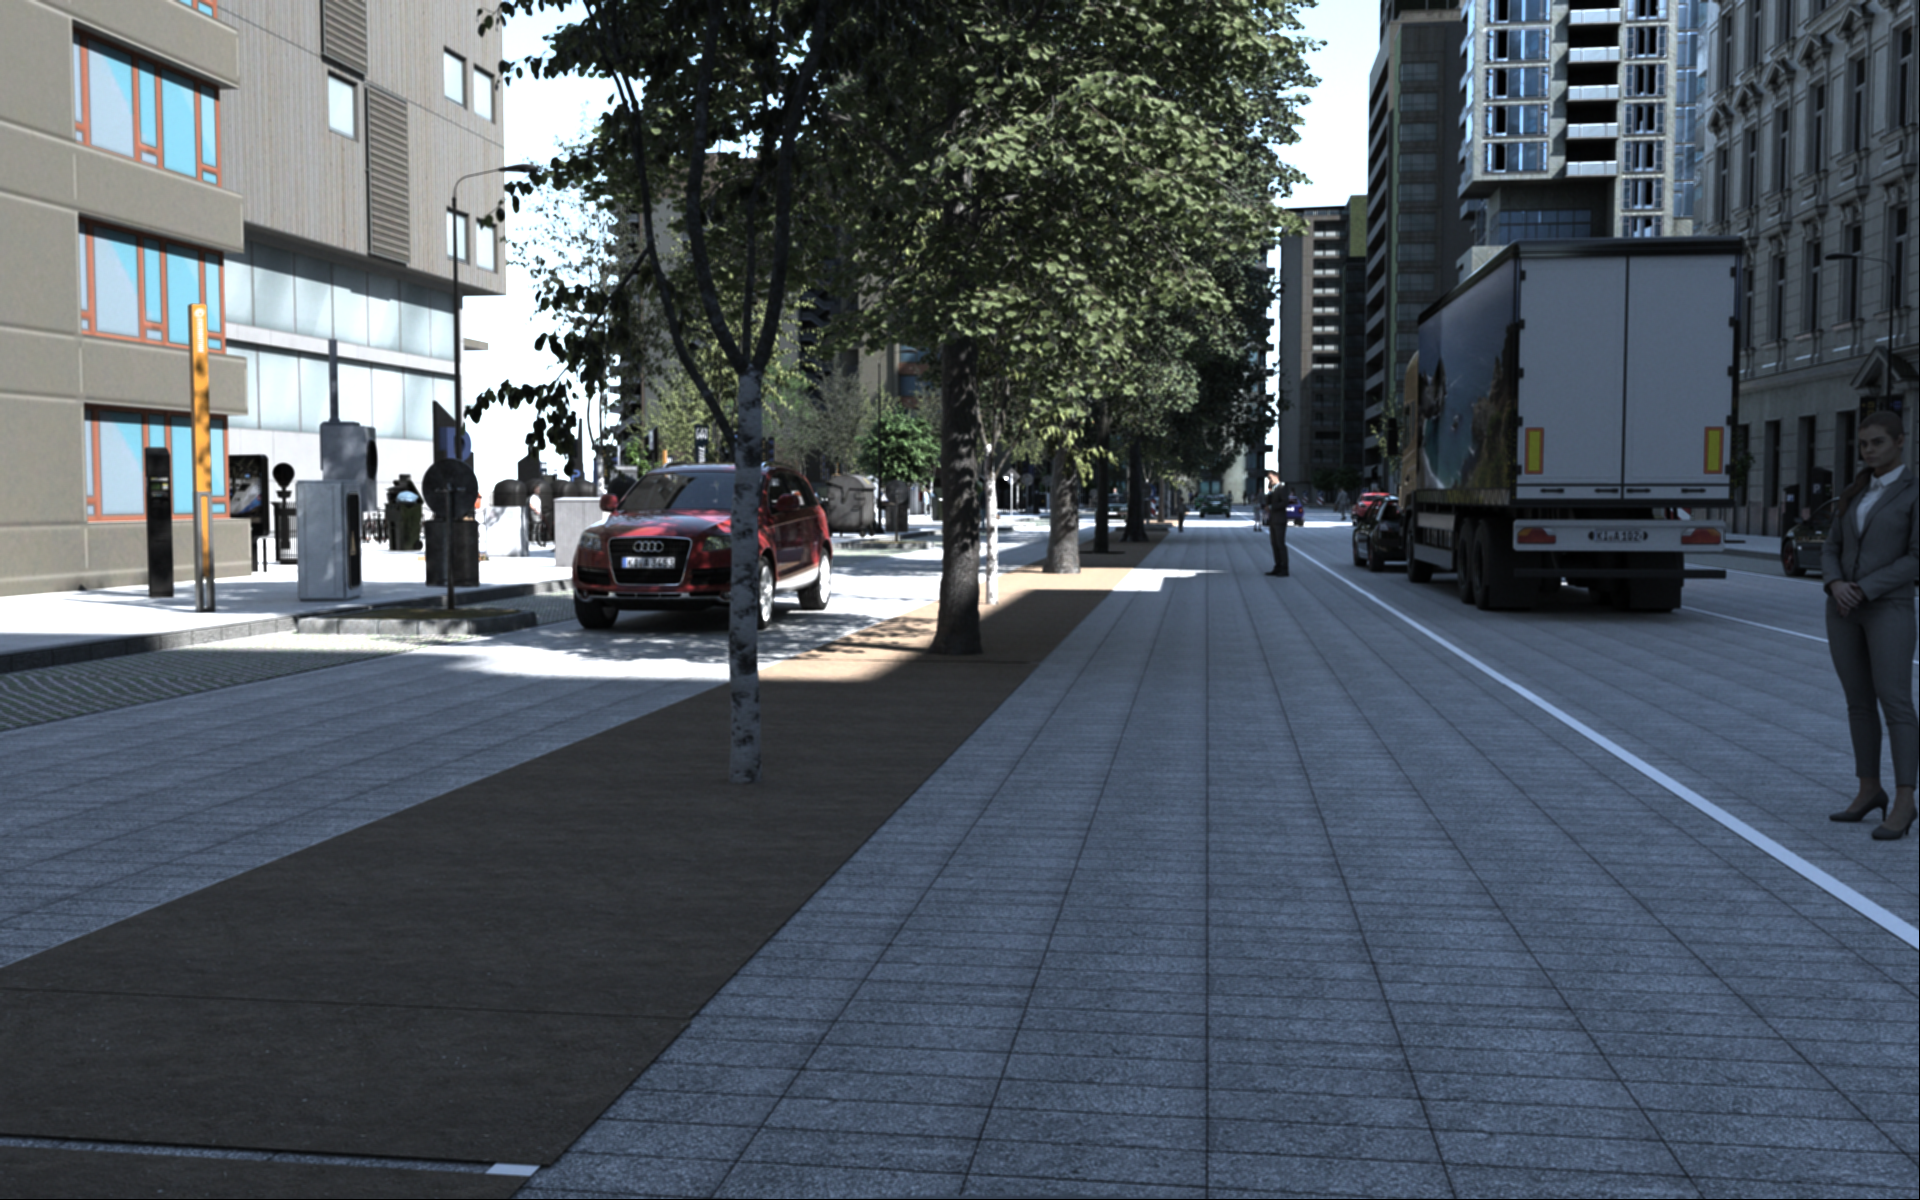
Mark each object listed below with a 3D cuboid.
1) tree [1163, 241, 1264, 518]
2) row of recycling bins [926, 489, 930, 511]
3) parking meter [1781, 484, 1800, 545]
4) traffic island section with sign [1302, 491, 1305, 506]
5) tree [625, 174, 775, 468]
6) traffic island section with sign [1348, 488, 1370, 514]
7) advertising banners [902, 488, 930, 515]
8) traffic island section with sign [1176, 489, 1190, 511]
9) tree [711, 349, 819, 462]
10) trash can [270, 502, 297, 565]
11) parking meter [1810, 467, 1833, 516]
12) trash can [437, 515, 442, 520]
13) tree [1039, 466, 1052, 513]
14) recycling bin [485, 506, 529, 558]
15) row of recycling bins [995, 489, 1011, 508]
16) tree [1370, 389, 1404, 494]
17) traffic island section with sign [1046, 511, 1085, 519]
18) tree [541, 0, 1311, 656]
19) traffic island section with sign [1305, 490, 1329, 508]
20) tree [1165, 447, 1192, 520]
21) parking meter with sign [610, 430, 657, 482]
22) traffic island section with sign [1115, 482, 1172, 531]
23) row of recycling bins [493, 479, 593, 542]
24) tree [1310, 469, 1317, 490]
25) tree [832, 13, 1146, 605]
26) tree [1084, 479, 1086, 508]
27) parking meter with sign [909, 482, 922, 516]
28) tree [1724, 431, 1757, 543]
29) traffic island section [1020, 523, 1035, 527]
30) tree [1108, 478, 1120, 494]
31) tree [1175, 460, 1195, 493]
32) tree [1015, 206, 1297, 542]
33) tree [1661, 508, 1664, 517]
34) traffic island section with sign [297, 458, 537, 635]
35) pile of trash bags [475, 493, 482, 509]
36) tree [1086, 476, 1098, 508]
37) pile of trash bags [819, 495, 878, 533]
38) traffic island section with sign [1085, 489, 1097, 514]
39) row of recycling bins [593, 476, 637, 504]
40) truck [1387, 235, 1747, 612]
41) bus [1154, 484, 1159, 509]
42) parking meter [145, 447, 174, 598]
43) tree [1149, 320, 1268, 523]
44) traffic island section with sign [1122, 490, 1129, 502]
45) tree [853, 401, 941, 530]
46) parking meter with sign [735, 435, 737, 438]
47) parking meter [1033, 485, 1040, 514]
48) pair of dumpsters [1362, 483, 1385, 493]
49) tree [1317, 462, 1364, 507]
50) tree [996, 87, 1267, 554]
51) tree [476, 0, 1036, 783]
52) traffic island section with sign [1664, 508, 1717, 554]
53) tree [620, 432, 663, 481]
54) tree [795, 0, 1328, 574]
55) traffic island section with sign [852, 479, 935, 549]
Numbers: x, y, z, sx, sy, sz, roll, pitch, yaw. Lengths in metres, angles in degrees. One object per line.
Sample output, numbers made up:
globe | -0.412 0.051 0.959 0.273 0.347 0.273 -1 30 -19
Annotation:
tree | 11.242 -15.019 103.910 12.611 20.169 13.585 0 3 0
row of recycling bins | -2.299 -8.726 149.787 3.534 1.692 1.069 -1 4 -10
parking meter | 20.358 -2.082 42.454 0.372 1.533 0.369 0 3 0
traffic island section with sign | 39.773 -11.728 200.386 1.989 1.847 2.006 0 4 8
tree | -5.295 -5.517 40.568 4.737 8.622 4.395 0 3 0
traffic island section with sign | 28.889 -7.068 124.188 1.989 1.847 2.006 0 4 8
advertising banners | -2.491 -6.847 108.135 2.074 3.025 0.090 -1 4 -12
traffic island section with sign | 18.756 -8.611 148.922 2.006 1.907 1.989 0 4 8
tree | -13.847 -12.206 125.326 9.928 11.665 9.643 0 3 0
trash can | -12.155 -1.216 31.539 0.748 1.137 0.748 0 3 0
parking meter | 18.547 -1.933 37.310 0.255 1.863 0.399 -1 4 -22
trash can | -14.568 -2.302 49.292 0.748 1.137 0.748 0 3 0
tree | 5.862 -7.673 120.052 1.663 3.219 1.824 0 3 0
recycling bin | -9.241 -1.393 35.335 0.722 1.027 0.722 0 4 1
row of recycling bins | 2.757 -8.669 148.852 3.534 1.692 1.069 0 4 8
tree | 30.388 -10.387 120.185 4.737 8.622 4.395 0 3 0
traffic island section with sign | 6.024 -5.592 100.063 1.989 1.847 2.006 0 4 8
tree | -0.061 -5.808 15.544 7.486 12.596 7.792 0 3 0
traffic island section with sign | 35.967 -10.096 173.700 1.989 1.847 2.006 0 4 8
tree | 11.558 -8.730 95.561 4.360 8.622 3.978 0 3 0
parking meter with sign | -9.104 -3.091 46.803 1.738 3.016 0.543 -2 4 -24
traffic island section with sign | 7.079 -3.613 67.203 2.006 1.907 1.989 0 4 8
row of recycling bins | -11.223 -2.457 47.281 1.069 1.692 3.534 2 4 32
tree | 41.332 -13.011 196.440 4.285 4.588 4.351 0 3 0
tree | 0.415 -4.223 21.859 4.737 8.622 4.395 0 3 0
tree | 8.898 -9.019 142.059 1.663 3.219 1.824 0 3 0
parking meter with sign | -2.734 -6.584 103.913 0.543 3.016 1.738 1 4 16
tree | 20.124 -3.134 45.850 1.663 3.219 1.824 0 3 0
traffic island section | 2.213 -3.269 75.725 2.009 0.180 2.903 0 4 8
tree | 18.578 -13.148 209.578 1.663 3.219 1.824 0 3 0
tree | 8.281 -7.528 75.902 4.737 8.622 4.395 0 3 0
tree | 5.250 -8.083 51.619 9.611 12.733 9.660 0 3 0
tree | 39.889 -8.993 97.395 4.360 8.622 3.978 0 3 0
traffic island section with sign | -5.638 -0.599 18.425 1.989 1.847 2.006 0 4 8
pile of trash bags | -28.270 -5.291 96.257 3.447 1.369 1.912 -2 4 -35
tree | 12.156 -10.406 164.734 1.663 3.219 1.824 0 3 0
pile of trash bags | -4.342 -2.992 58.668 3.447 1.369 1.912 2 4 35
traffic island section with sign | 9.840 -7.225 126.748 1.989 1.847 2.006 0 4 8
row of recycling bins | -6.253 -1.921 38.517 3.534 1.692 1.069 1 4 17
truck | 7.997 -2.176 24.493 2.839 4.237 11.283 0 4 8
bus | 17.795 -10.369 164.390 2.948 3.499 13.247 0 4 7
parking meter | -9.955 -0.968 21.531 0.255 1.863 0.399 -2 4 -30
tree | 9.969 -10.548 85.287 12.009 13.543 11.850 0 3 0
traffic island section with sign | 16.934 -10.262 176.419 1.989 1.847 2.006 0 4 8
tree | -2.075 -4.758 61.500 4.285 4.588 4.351 0 3 0
parking meter with sign | -6.900 -3.402 51.883 0.543 3.016 1.738 -2 4 -35
parking meter | 4.820 -6.328 109.174 0.399 1.863 0.255 0 4 -8
pair of dumpsters | 32.993 -8.305 138.278 1.574 2.255 4.437 1 4 8
tree | 39.639 -11.849 177.447 4.285 4.588 4.351 0 3 0
tree | 3.482 -6.907 41.136 9.928 11.665 9.643 0 3 0
tree | -1.046 -3.410 8.569 4.360 8.622 3.978 0 3 0
traffic island section with sign | 17.189 -2.058 42.283 1.989 1.847 2.006 0 4 8
tree | -10.104 -3.610 53.628 1.663 3.219 1.824 0 3 0
tree | 1.840 -7.449 30.896 9.857 13.997 8.962 0 3 0
traffic island section with sign | -1.708 -2.282 45.931 1.989 1.847 2.006 0 4 8
